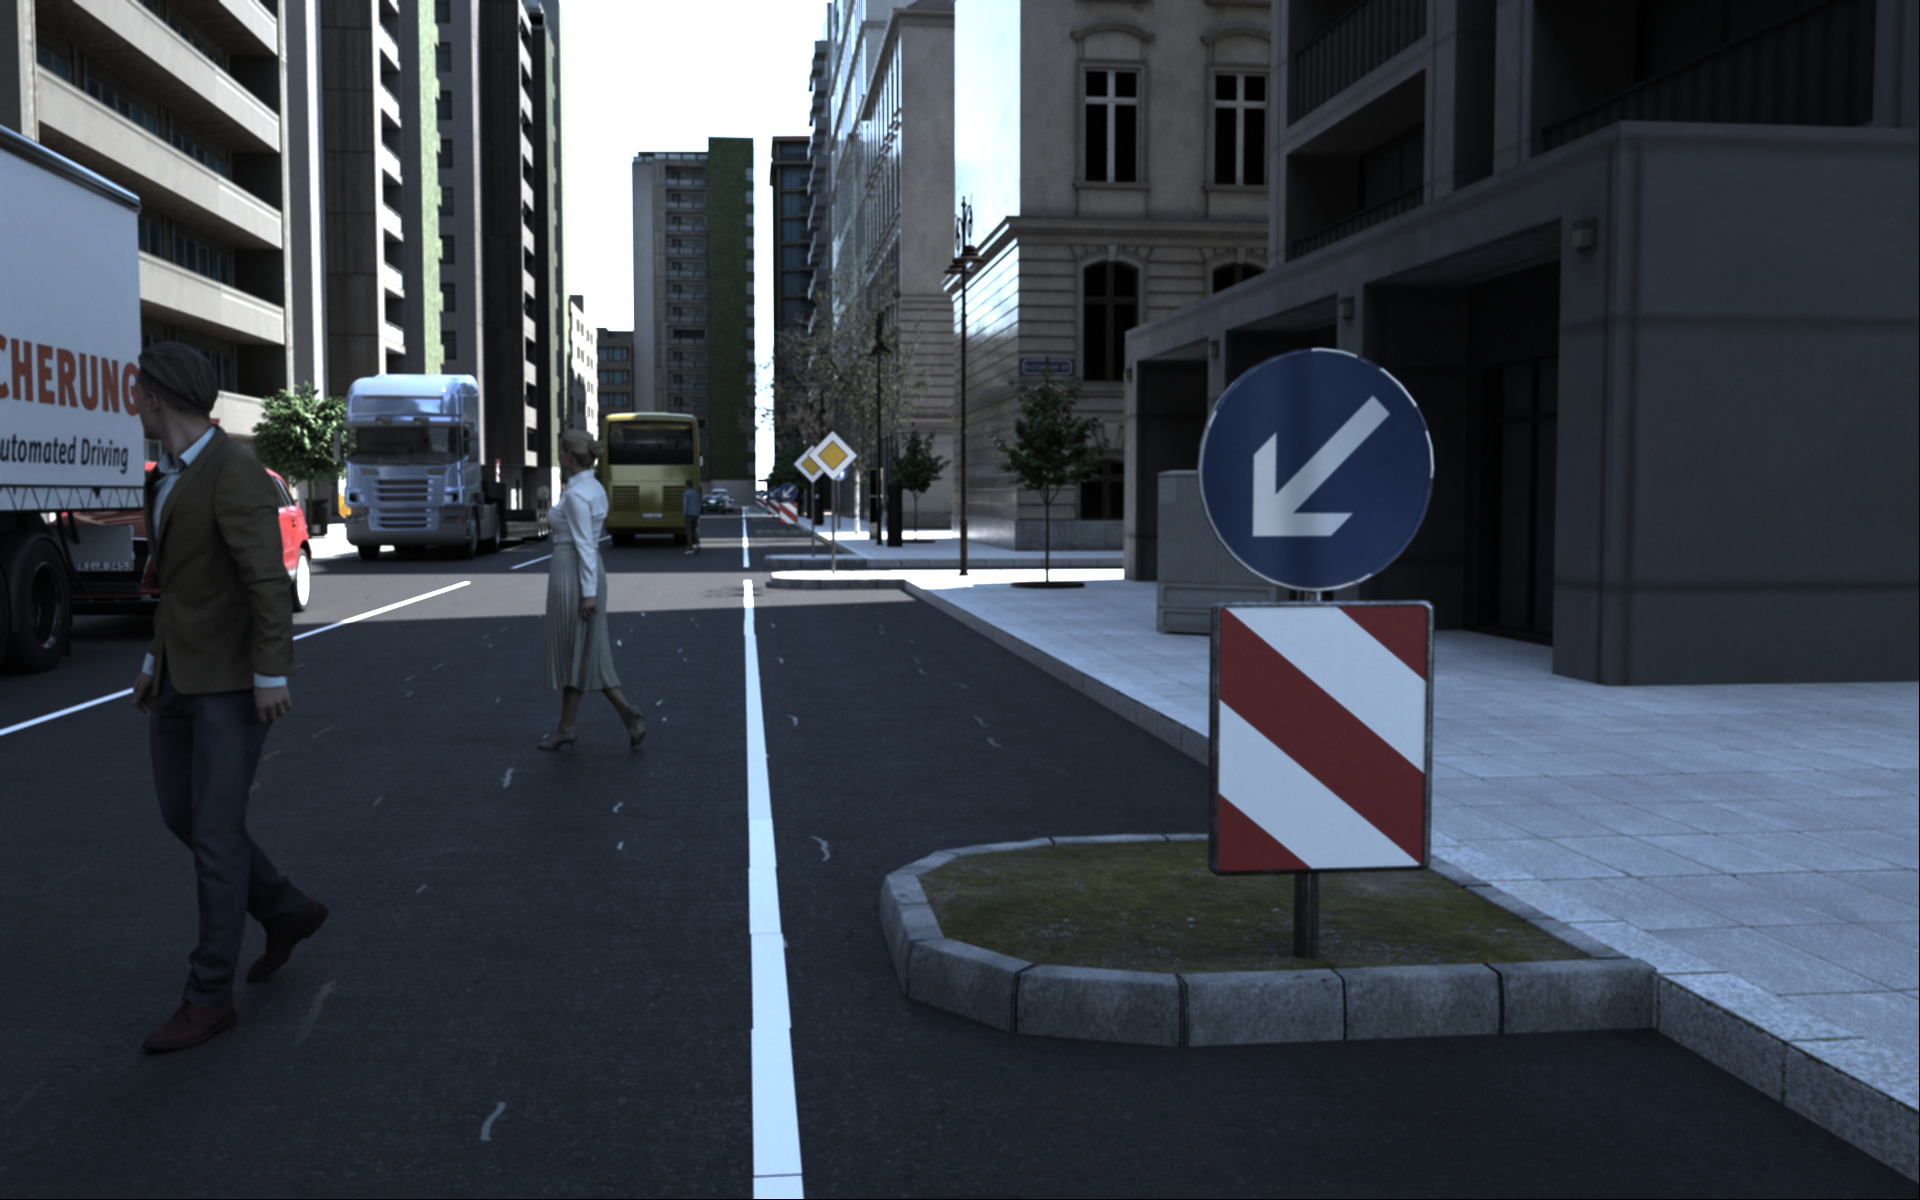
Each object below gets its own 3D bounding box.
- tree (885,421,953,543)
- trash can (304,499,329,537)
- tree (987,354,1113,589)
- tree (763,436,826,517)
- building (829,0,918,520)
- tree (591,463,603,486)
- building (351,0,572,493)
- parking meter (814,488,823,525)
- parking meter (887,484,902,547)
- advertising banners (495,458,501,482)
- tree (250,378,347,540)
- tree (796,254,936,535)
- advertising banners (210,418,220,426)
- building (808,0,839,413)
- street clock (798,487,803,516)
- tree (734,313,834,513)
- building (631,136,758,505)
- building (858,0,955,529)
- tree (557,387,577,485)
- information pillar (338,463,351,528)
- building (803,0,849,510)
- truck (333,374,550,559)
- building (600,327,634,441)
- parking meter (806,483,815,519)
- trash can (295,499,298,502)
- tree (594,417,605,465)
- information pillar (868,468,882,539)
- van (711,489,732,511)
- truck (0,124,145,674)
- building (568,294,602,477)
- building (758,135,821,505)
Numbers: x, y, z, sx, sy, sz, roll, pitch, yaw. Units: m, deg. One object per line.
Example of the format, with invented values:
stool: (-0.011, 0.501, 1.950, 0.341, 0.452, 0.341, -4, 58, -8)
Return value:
tree: (-1.241, -3.137, 45.897, 1.663, 3.219, 1.824, 0, 3, 0)
trash can: (-19.352, -2.476, 52.137, 0.748, 1.137, 0.748, 0, 3, 0)
tree: (1.097, -1.789, 23.852, 1.663, 3.219, 1.824, 0, 3, 0)
tree: (-9.022, -7.035, 98.733, 4.285, 4.588, 4.351, 0, 3, 0)
building: (-0.898, -19.478, 95.964, 11.434, 29.767, 29.804, 0, 4, -7)
tree: (-31.681, -10.500, 155.382, 4.285, 4.588, 4.351, 0, 3, 0)
building: (-38.917, -27.773, 137.680, 14.154, 41.232, 14.086, 0, 4, -7)
parking meter: (-5.836, -3.846, 71.288, 0.372, 1.533, 0.369, 0, 3, 0)
parking meter: (-1.591, -2.065, 42.179, 0.372, 1.533, 0.369, 0, 3, 0)
advertising banners: (-22.844, -5.388, 84.282, 0.090, 3.025, 2.074, 1, 4, 14)
tree: (-18.446, -3.995, 49.036, 4.285, 4.588, 4.351, 0, 3, 0)
tree: (-3.007, -6.347, 54.136, 4.360, 8.622, 3.978, 0, 3, 0)
advertising banners: (-17.534, -2.633, 39.231, 0.090, 3.025, 2.074, 1, 4, 23)
building: (-3.396, -33.642, 169.650, 23.786, 49.044, 30.456, 0, 4, -7)
street clock: (-9.525, -6.036, 103.254, 0.471, 2.002, 0.358, 0, 4, -1)
tree: (-10.078, -12.608, 116.510, 12.009, 13.543, 11.850, 0, 3, 0)
building: (-30.640, -31.623, 200.633, 14.086, 41.232, 14.154, 0, 4, -7)
building: (1.322, -13.606, 71.603, 9.793, 20.994, 18.267, 0, 4, -7)
tree: (-26.454, -9.880, 111.897, 4.360, 8.622, 3.978, 0, 3, 0)
information pillar: (-23.411, -4.557, 65.866, 0.183, 3.616, 0.504, 2, 4, 34)
building: (-0.892, -50.440, 137.370, 22.319, 86.520, 31.000, 0, 4, -7)
truck: (-12.830, -3.372, 44.889, 2.967, 4.110, 18.799, 0, 4, -8)
building: (-52.629, -21.946, 203.856, 28.899, 21.520, 27.650, 0, 4, -7)
parking meter: (-7.706, -5.119, 89.400, 0.399, 1.863, 0.255, -3, 5, -42)
trash can: (-17.791, -2.075, 45.585, 0.748, 1.137, 0.748, 0, 3, 0)
tree: (-33.045, -13.103, 164.595, 4.737, 8.622, 4.395, 0, 3, 0)
information pillar: (-2.414, -2.755, 49.541, 0.304, 2.012, 0.304, 1, 4, 22)
van: (-20.797, -8.749, 150.052, 2.013, 2.044, 4.112, 0, 4, -6)
truck: (-8.068, -1.316, 10.433, 2.839, 4.237, 11.283, 0, 4, -7)
building: (-50.760, -19.683, 166.857, 28.899, 21.520, 27.650, 0, 4, -7)
building: (-9.739, -33.752, 206.470, 28.867, 44.769, 22.147, 0, 4, -7)
